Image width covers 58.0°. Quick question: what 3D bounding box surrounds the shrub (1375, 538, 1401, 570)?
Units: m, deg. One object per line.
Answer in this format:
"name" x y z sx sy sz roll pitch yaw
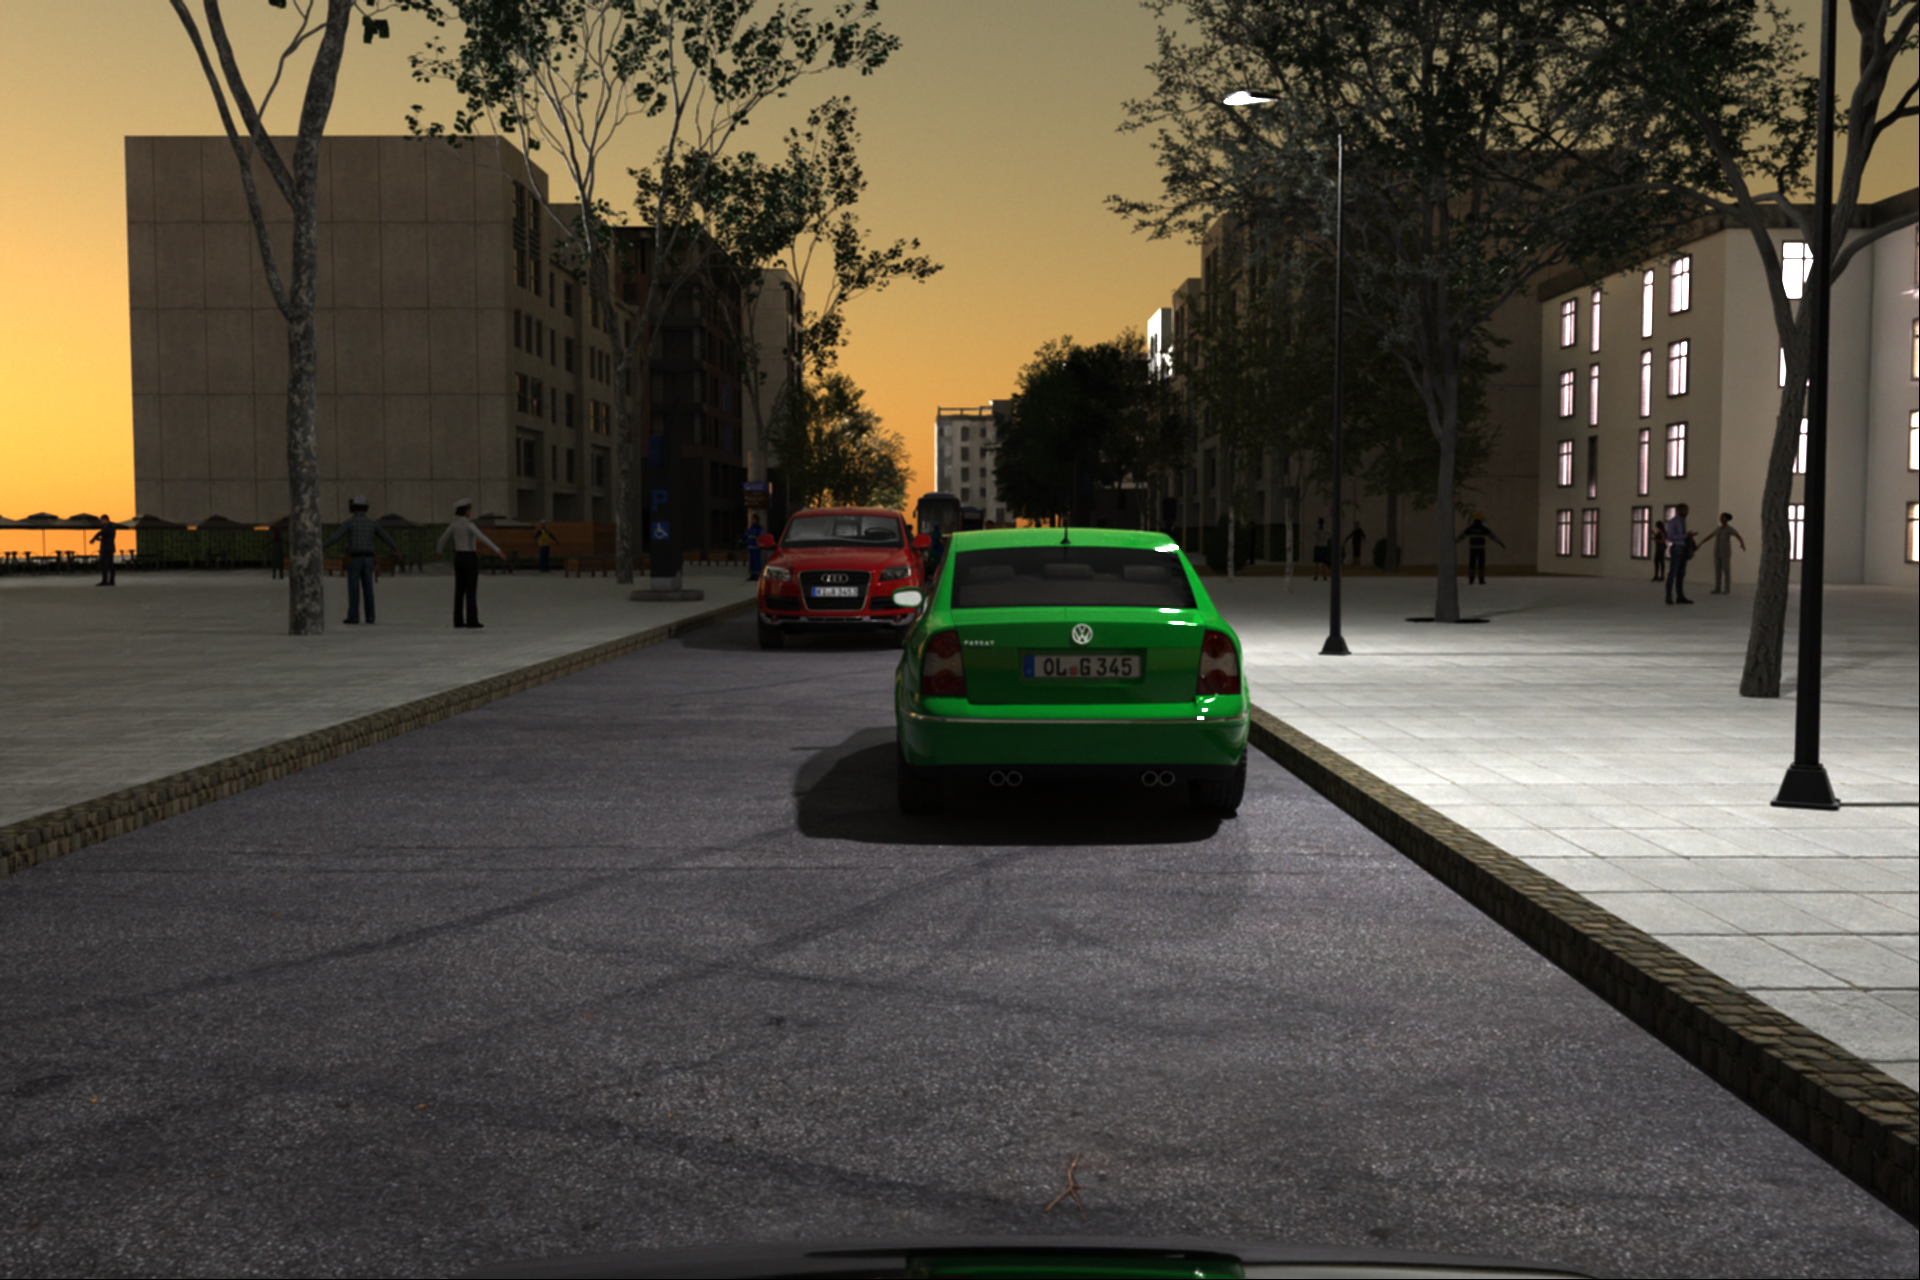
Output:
"shrub" 15.256 -3.093 61.688 1.383 1.207 1.383 0 3 0

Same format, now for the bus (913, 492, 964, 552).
"bus" -1.237 -6.917 104.638 2.896 3.916 12.251 0 4 0

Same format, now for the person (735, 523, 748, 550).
"person" -10.383 -4.797 84.574 1.345 1.843 0.704 -2 4 -31

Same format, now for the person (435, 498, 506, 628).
"person" -6.746 -1.061 23.804 1.216 1.778 0.721 2 4 26

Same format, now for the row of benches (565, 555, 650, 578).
"row of benches" -10.145 -2.272 52.616 1.422 0.672 4.104 3 5 40

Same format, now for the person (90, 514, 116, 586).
"person" -21.263 -2.229 42.941 0.568 1.767 0.683 -1 4 -11

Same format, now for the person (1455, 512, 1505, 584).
"person" 13.278 -2.365 44.436 1.351 1.858 0.704 2 4 26

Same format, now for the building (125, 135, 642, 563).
"building" -28.548 -13.854 92.973 16.747 18.905 31.486 0 4 0

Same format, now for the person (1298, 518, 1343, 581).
"person" 9.965 -2.511 47.883 1.217 1.735 0.721 0 4 6

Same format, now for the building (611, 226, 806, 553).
"building" -27.358 -17.598 131.706 27.936 21.610 32.646 0 4 1

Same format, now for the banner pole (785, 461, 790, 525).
"banner pole" -5.936 -4.269 59.810 0.401 3.779 0.863 0 4 1

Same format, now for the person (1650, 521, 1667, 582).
"person" 18.812 -2.399 46.734 0.415 1.643 0.593 -2 4 -28

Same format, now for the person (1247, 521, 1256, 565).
"person" 12.273 -4.104 73.033 0.705 1.837 1.347 1 4 20

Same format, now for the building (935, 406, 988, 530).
"building" -3.115 -23.756 247.291 11.380 20.090 16.016 0 4 -8

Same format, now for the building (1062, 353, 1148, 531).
"building" 26.283 -22.468 211.328 27.936 21.610 32.646 0 3 0

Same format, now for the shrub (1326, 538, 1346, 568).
"shrub" 13.998 -3.300 65.072 1.383 1.207 1.383 0 3 0

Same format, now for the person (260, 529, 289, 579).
"person" -19.417 -2.452 49.298 0.989 1.438 0.599 -1 4 -10

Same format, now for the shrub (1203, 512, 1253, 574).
"shrub" 8.584 -3.128 55.566 1.690 2.028 1.600 0 3 0

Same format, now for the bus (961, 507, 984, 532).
"bus" 0.729 -10.098 156.649 2.896 3.916 12.251 0 4 -1

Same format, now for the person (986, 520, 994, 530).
"person" 0.785 -2.319 46.553 1.347 1.806 0.705 1 4 18

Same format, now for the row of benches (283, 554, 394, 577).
"row of benches" -18.894 -2.274 52.645 4.104 0.672 1.422 2 4 24

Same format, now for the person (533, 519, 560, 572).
"person" -13.897 -3.161 58.142 0.721 1.772 1.216 2 4 29

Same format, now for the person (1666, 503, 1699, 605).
"person" 13.207 -1.568 31.549 0.709 1.838 0.599 -3 5 -41

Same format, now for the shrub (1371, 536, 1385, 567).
"shrub" 15.869 -3.281 64.755 1.383 1.207 1.383 0 3 0

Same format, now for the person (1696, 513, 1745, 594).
"person" 16.276 -1.853 37.063 0.721 1.739 1.217 -2 4 -29

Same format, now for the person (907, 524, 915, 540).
"person" -2.046 -3.839 71.367 0.704 1.843 1.345 2 4 26

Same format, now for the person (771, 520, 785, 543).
"person" -6.679 -3.578 64.729 1.346 1.802 0.704 0 4 3

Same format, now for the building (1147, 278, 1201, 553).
"building" 24.046 -16.019 128.369 16.747 18.905 31.486 0 4 0

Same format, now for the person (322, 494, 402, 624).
"person" -8.645 -1.167 24.916 1.345 1.849 0.704 -3 5 -42

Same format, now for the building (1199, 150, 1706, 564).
"building" 22.813 -13.579 88.475 16.747 18.905 31.486 0 3 0

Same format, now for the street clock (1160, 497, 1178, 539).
"street clock" 4.126 -1.810 34.168 0.358 2.002 0.471 0 4 0

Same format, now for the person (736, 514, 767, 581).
"person" -5.642 -2.538 47.474 1.345 1.831 0.704 3 5 44

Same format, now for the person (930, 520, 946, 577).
"person" -0.600 -2.419 48.132 0.704 1.817 1.347 -2 4 -24

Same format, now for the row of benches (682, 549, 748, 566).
"row of benches" -9.576 -3.346 70.162 4.104 0.672 1.422 2 4 34

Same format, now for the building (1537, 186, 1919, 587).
"building" 23.919 -6.249 44.318 9.099 9.664 28.070 0 3 0

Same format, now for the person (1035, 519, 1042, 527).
"person" 3.043 -3.772 67.447 1.354 1.856 0.705 0 4 7

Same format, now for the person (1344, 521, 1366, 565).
"person" 16.388 -4.006 71.634 0.704 1.812 1.346 -2 4 -25

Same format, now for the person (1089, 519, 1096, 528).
"person" 4.590 -3.261 59.451 0.705 1.813 1.348 -1 4 -20
